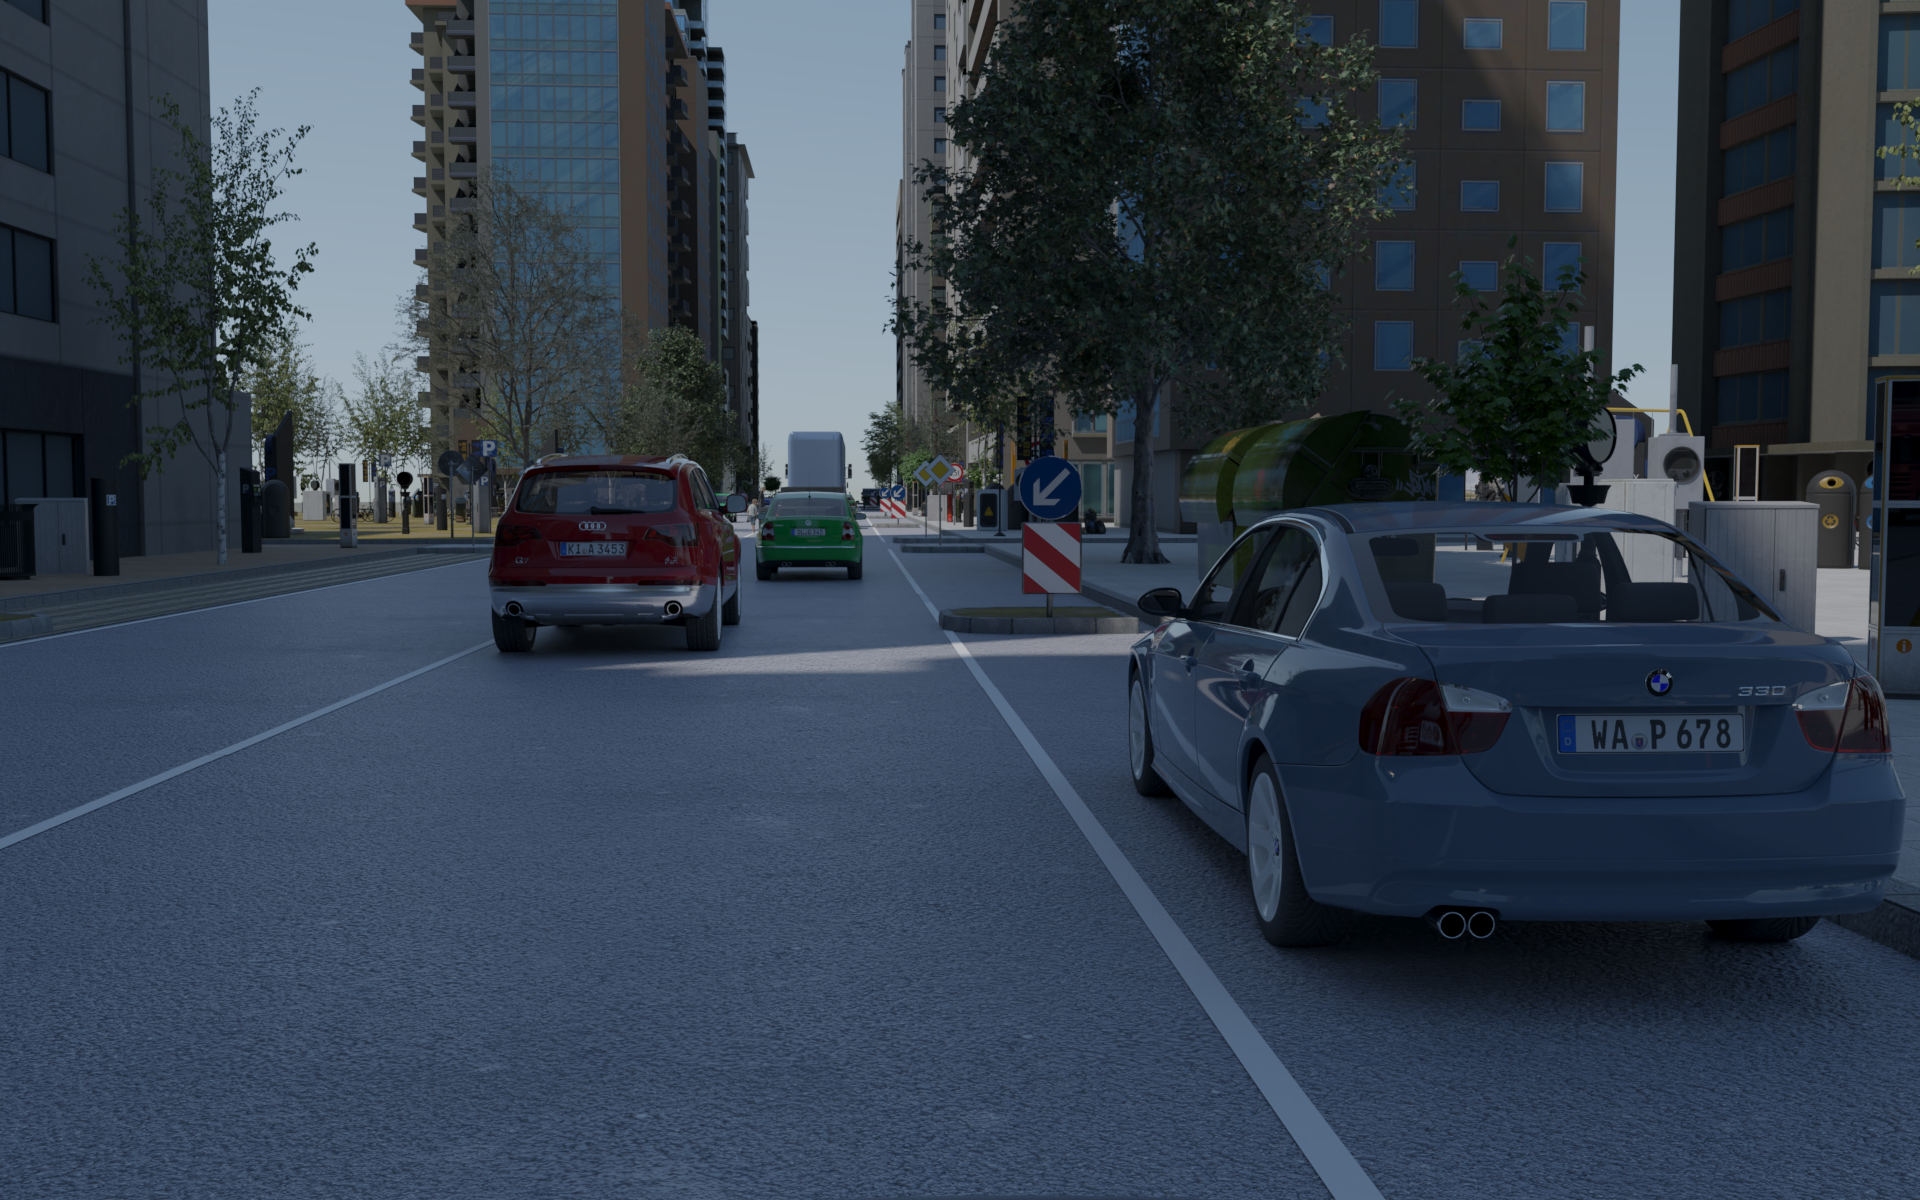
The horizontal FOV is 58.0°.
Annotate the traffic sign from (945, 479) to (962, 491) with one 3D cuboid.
[{"bbox_3d":[-0.359,-4.843,79.189,0.884,2.594,0.081,0,4,1],"label":"traffic sign"}]

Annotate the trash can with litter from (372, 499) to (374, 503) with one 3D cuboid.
[{"bbox_3d":[-33.442,-5.395,99.593,0.624,1.170,1.055,-1,4,-15],"label":"trash can with litter"}]

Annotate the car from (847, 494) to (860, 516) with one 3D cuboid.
[{"bbox_3d":[-6.756,-5.299,98.444,2.131,1.459,4.920,0,4,-5],"label":"car"}]

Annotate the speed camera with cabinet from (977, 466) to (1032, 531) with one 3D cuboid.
[{"bbox_3d":[1.620,-4.031,60.241,2.038,3.252,0.660,1,4,19],"label":"speed camera with cabinet"}]

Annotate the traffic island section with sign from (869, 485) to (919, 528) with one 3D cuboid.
[{"bbox_3d":[-2.771,-4.010,74.194,1.989,1.847,2.006,0,4,-4],"label":"traffic island section with sign"}]

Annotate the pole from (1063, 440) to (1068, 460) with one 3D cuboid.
[{"bbox_3d":[3.985,-4.383,65.505,0.158,3.312,0.155,0,3,0],"label":"pole"}]

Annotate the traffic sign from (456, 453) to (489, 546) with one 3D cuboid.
[{"bbox_3d":[-12.024,-2.391,42.732,0.795,2.450,0.064,0,4,-4],"label":"traffic sign"}]

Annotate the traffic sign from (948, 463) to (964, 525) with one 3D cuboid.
[{"bbox_3d":[-0.227,-4.356,71.327,0.768,2.556,0.104,0,4,0],"label":"traffic sign"}]

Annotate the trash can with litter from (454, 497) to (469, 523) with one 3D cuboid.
[{"bbox_3d":[-22.470,-4.080,78.097,0.624,1.170,1.055,-1,4,-14],"label":"trash can with litter"}]

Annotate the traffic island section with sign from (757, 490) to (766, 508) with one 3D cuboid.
[{"bbox_3d":[-20.645,-10.306,177.126,1.989,1.847,2.006,0,4,-4],"label":"traffic island section with sign"}]

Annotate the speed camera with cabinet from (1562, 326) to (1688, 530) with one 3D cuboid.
[{"bbox_3d":[7.570,-1.559,19.821,0.660,3.252,2.038,0,4,3],"label":"speed camera with cabinet"}]

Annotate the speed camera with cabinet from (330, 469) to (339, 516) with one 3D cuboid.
[{"bbox_3d":[-37.510,-6.625,102.657,0.660,3.252,2.038,0,4,8],"label":"speed camera with cabinet"}]

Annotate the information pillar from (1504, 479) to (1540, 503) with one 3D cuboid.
[{"bbox_3d":[7.912,-2.016,24.309,0.504,3.616,0.183,2,4,31],"label":"information pillar"}]

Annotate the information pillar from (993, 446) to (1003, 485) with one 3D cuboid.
[{"bbox_3d":[1.586,-4.922,71.835,0.504,3.616,0.183,3,5,42],"label":"information pillar"}]

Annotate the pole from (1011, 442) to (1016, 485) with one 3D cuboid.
[{"bbox_3d":[2.086,-4.497,67.370,0.158,3.312,0.155,0,3,0],"label":"pole"}]

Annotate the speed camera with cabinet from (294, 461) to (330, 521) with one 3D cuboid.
[{"bbox_3d":[-31.660,-5.451,83.455,2.038,3.252,0.660,0,4,-6],"label":"speed camera with cabinet"}]

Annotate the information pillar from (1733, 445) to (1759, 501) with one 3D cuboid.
[{"bbox_3d":[11.884,-1.329,26.220,0.304,2.012,0.304,1,4,16],"label":"information pillar"}]

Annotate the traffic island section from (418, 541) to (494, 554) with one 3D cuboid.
[{"bbox_3d":[-12.047,-1.255,42.792,2.009,0.180,2.903,0,4,-4],"label":"traffic island section"}]

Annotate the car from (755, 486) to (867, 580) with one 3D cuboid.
[{"bbox_3d":[-2.605,-1.314,30.278,1.959,1.807,4.718,0,4,-4],"label":"car"}]

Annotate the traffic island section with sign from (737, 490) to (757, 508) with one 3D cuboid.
[{"bbox_3d":[-18.925,-8.659,150.205,1.989,1.847,2.006,0,4,-4],"label":"traffic island section with sign"}]

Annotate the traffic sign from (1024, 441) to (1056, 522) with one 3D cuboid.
[{"bbox_3d":[1.887,-2.515,41.226,0.768,2.556,0.104,0,4,-3],"label":"traffic sign"}]

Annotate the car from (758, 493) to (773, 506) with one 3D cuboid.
[{"bbox_3d":[-21.260,-11.004,189.512,1.945,1.707,3.694,0,4,-5],"label":"car"}]

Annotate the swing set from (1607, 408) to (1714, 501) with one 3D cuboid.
[{"bbox_3d":[12.103,-2.081,31.642,3.119,2.851,2.862,-1,4,-21],"label":"swing set"}]

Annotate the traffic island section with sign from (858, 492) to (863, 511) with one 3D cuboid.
[{"bbox_3d":[-7.687,-8.722,151.228,1.989,1.847,2.006,0,4,-4],"label":"traffic island section with sign"}]

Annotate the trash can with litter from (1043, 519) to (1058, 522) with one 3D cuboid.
[{"bbox_3d":[3.230,-2.807,57.279,1.055,1.170,0.624,0,4,6],"label":"trash can with litter"}]

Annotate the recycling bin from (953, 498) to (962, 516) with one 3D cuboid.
[{"bbox_3d":[-0.314,-5.471,102.012,0.722,1.027,0.722,-1,4,-9],"label":"recycling bin"}]

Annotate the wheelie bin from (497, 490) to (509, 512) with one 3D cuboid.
[{"bbox_3d":[-32.839,-7.123,124.366,0.980,1.594,0.693,-1,4,-11],"label":"wheelie bin"}]

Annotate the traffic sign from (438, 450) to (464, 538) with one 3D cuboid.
[{"bbox_3d":[-14.755,-3.067,50.259,0.768,2.556,0.104,0,4,-1],"label":"traffic sign"}]

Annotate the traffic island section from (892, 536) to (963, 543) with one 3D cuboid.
[{"bbox_3d":[-0.988,-1.787,51.493,2.009,0.180,2.903,0,4,-4],"label":"traffic island section"}]

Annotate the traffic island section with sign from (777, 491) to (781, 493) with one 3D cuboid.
[{"bbox_3d":[-24.153,-13.668,232.103,1.989,1.847,2.006,0,4,-4],"label":"traffic island section with sign"}]

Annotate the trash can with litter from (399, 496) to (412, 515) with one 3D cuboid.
[{"bbox_3d":[-34.351,-5.874,107.425,0.624,1.170,1.055,1,4,11],"label":"trash can with litter"}]

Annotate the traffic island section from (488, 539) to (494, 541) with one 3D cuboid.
[{"bbox_3d":[-12.556,-1.742,50.761,2.009,0.180,2.903,0,4,-4],"label":"traffic island section"}]

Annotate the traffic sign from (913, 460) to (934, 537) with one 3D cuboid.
[{"bbox_3d":[-1.011,-2.922,51.414,0.795,2.450,0.064,0,4,-4],"label":"traffic sign"}]

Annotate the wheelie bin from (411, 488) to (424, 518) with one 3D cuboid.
[{"bbox_3d":[-29.311,-5.251,93.755,0.693,1.594,0.980,-2,4,-28],"label":"wheelie bin"}]

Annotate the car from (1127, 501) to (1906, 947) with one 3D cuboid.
[{"bbox_3d":[1.768,0.318,6.800,2.014,1.417,4.499,0,4,-3],"label":"car"}]

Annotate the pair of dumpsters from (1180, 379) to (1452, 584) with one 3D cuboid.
[{"bbox_3d":[3.310,-0.870,16.721,1.574,2.255,4.437,0,4,-4],"label":"pair of dumpsters"}]

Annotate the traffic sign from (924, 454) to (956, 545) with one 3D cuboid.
[{"bbox_3d":[-0.502,-2.434,43.445,0.795,2.450,0.064,0,4,-4],"label":"traffic sign"}]

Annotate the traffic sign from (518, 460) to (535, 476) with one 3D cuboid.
[{"bbox_3d":[-12.533,-2.878,50.701,0.795,2.450,0.064,0,4,-4],"label":"traffic sign"}]

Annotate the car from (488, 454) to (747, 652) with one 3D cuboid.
[{"bbox_3d":[-3.305,-0.528,17.301,2.281,1.827,5.304,0,4,-4],"label":"car"}]

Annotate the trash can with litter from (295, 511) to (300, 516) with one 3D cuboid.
[{"bbox_3d":[-38.665,-5.416,99.945,1.055,1.170,0.624,-1,4,-11],"label":"trash can with litter"}]

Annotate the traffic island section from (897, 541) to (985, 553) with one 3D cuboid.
[{"bbox_3d":[-0.479,-1.299,43.524,2.009,0.180,2.903,0,4,-4],"label":"traffic island section"}]

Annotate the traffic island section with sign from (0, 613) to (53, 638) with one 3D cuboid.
[{"bbox_3d":[-10.445,-0.545,17.533,1.989,1.847,2.006,0,4,-4],"label":"traffic island section with sign"}]

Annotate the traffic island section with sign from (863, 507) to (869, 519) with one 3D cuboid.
[{"bbox_3d":[-4.486,-5.656,101.095,1.989,1.847,2.006,0,4,-4],"label":"traffic island section with sign"}]

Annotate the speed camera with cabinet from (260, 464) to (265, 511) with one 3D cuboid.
[{"bbox_3d":[-44.186,-7.077,110.039,0.660,3.252,2.038,0,4,4],"label":"speed camera with cabinet"}]

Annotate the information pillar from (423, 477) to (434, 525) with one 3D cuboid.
[{"bbox_3d":[-22.345,-4.180,72.842,0.304,2.012,0.304,2,4,30],"label":"information pillar"}]

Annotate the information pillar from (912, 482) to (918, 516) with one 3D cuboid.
[{"bbox_3d":[-2.649,-6.001,102.601,0.304,2.012,0.304,-1,4,-13],"label":"information pillar"}]

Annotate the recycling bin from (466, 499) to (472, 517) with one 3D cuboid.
[{"bbox_3d":[-27.297,-5.101,95.954,0.722,1.027,0.722,-2,4,-25],"label":"recycling bin"}]

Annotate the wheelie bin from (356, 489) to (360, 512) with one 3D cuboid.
[{"bbox_3d":[-41.107,-6.699,117.438,0.980,1.594,0.693,3,4,37],"label":"wheelie bin"}]

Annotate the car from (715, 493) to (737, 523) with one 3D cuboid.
[{"bbox_3d":[-12.283,-4.831,87.787,1.959,1.807,4.718,0,4,-4],"label":"car"}]

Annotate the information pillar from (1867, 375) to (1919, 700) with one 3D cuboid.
[{"bbox_3d":[5.919,-0.391,10.881,0.304,2.012,0.304,1,4,16],"label":"information pillar"}]

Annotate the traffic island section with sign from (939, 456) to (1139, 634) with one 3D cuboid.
[{"bbox_3d":[0.783,-0.612,18.638,1.989,1.847,2.006,0,4,-4],"label":"traffic island section with sign"}]

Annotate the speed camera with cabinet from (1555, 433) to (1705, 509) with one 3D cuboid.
[{"bbox_3d":[10.202,-1.962,26.412,2.038,3.252,0.660,0,4,5],"label":"speed camera with cabinet"}]

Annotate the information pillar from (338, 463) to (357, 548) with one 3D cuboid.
[{"bbox_3d":[-14.548,-2.243,41.166,0.304,2.012,0.304,0,4,5],"label":"information pillar"}]
